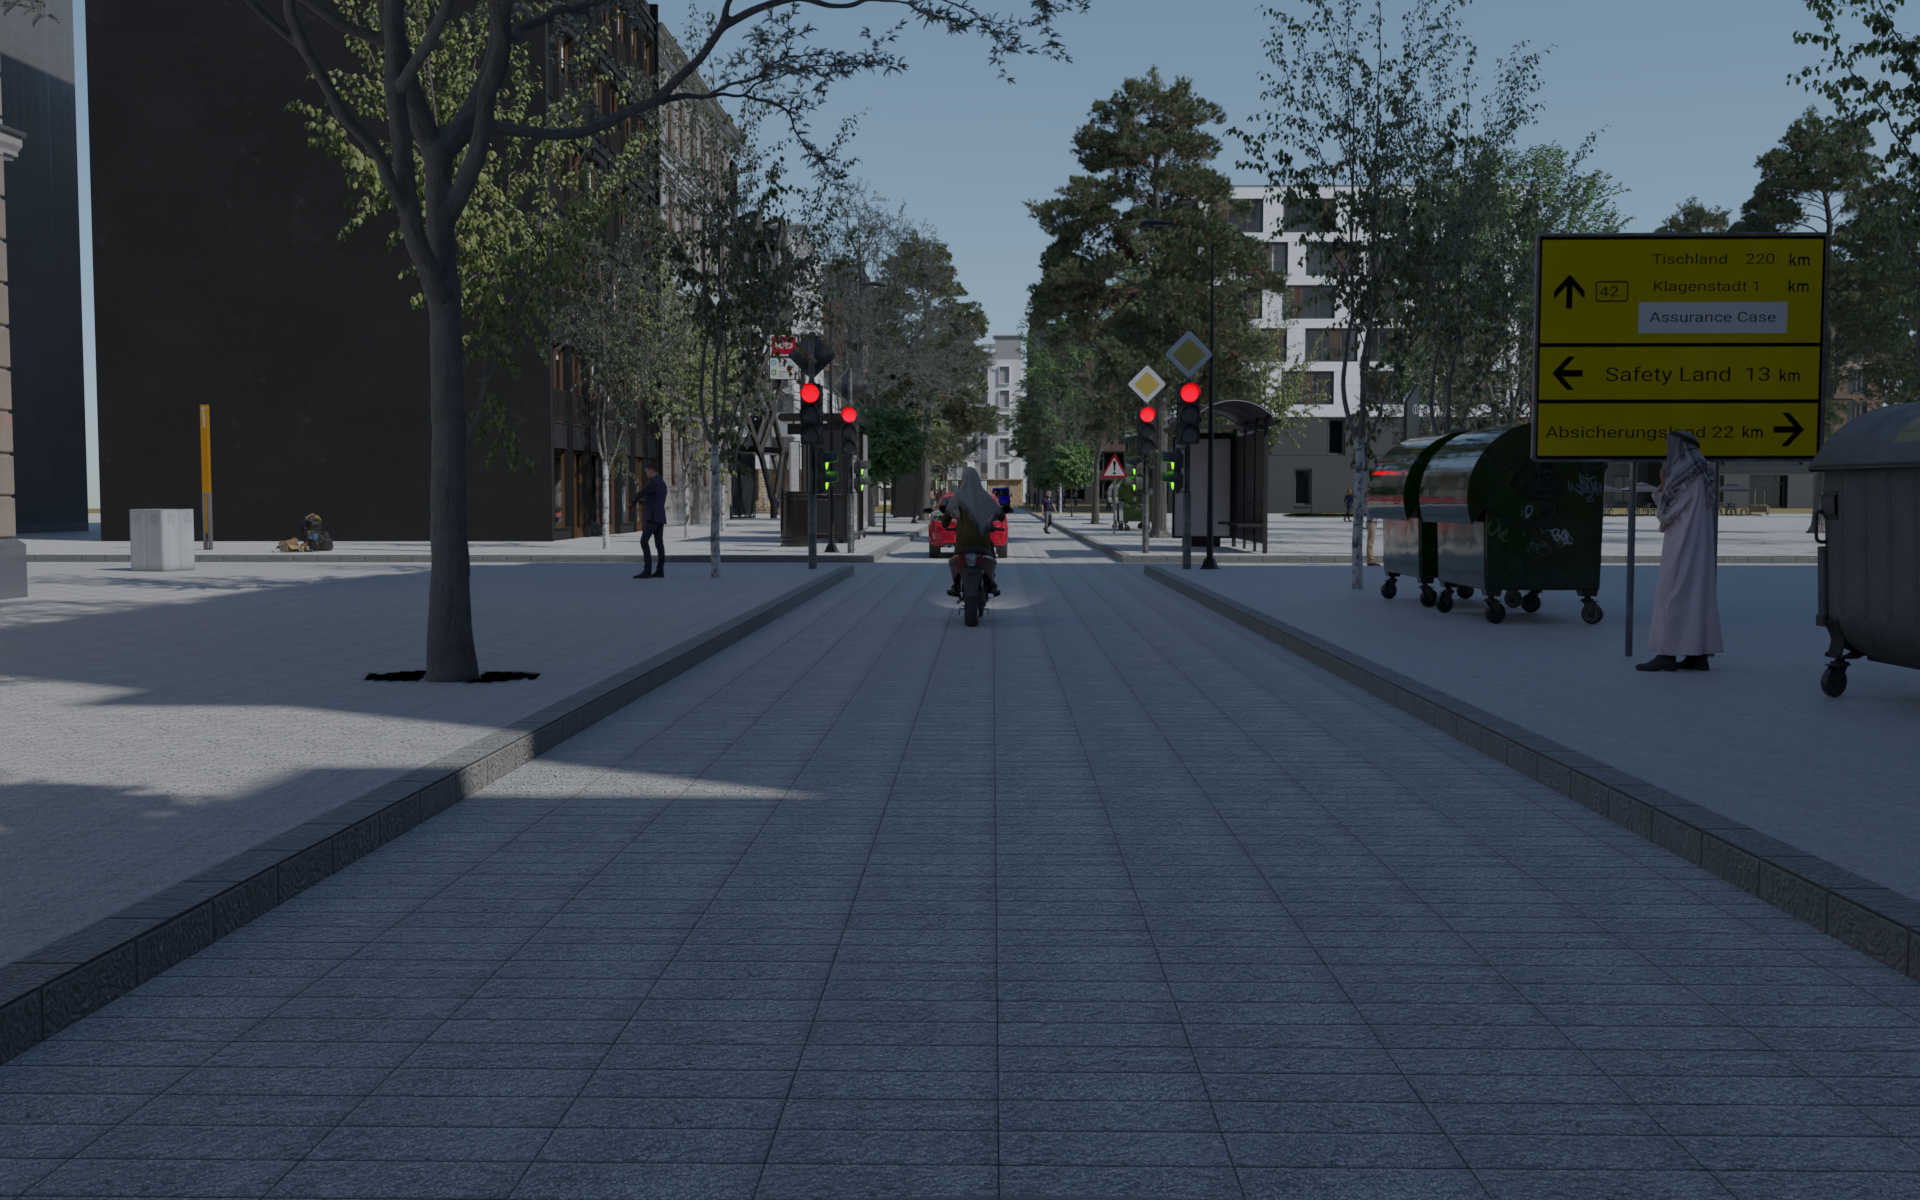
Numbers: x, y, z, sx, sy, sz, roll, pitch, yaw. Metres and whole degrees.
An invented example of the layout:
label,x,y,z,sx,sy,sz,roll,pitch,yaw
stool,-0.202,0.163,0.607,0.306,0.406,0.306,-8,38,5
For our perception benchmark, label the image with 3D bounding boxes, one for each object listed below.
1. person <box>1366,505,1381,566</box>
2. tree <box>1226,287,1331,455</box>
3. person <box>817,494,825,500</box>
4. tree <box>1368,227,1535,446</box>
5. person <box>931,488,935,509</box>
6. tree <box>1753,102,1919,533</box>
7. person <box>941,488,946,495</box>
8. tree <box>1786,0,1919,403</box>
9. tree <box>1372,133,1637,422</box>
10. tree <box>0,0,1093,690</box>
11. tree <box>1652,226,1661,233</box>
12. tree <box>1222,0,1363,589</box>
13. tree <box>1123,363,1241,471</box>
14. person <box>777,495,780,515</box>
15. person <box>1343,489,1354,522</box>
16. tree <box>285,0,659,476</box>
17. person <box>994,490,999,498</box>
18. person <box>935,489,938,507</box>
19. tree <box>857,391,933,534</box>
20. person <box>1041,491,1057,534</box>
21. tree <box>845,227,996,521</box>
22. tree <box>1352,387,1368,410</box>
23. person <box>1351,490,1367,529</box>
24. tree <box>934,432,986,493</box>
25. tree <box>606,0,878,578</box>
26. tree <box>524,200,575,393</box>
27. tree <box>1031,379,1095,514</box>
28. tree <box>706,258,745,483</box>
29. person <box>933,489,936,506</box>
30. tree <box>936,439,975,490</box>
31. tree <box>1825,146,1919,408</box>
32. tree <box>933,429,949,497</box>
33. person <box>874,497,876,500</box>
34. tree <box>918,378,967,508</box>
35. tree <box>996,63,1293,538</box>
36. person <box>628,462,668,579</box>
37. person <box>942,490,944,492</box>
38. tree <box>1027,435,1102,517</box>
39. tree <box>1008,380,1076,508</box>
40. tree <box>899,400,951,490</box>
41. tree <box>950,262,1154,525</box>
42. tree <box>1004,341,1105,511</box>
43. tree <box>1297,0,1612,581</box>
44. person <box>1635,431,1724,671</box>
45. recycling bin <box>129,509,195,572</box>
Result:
label,x,y,z,sx,sy,sz,roll,pitch,yaw
person,8.260,-1.468,34.569,0.319,1.574,0.516,1,4,16
tree,10.680,-6.738,60.536,4.737,8.622,4.395,0,3,0
person,-7.599,-5.247,94.048,0.614,1.554,0.590,3,5,39
tree,18.800,-7.597,58.624,8.767,10.594,7.601,1,4,19
person,-1.952,-7.264,125.516,0.721,1.736,1.217,1,4,9
tree,28.381,-9.099,56.193,7.806,13.903,7.818,0,3,0
person,-1.011,-7.441,128.235,0.750,1.759,0.617,-1,4,-14
tree,9.922,-4.069,16.892,4.360,8.622,3.978,0,3,0
tree,15.492,-7.545,49.113,9.928,11.665,9.643,0,3,0
tree,-3.490,-6.180,11.414,12.009,13.543,11.850,0,3,0
tree,31.191,-10.096,72.487,7.806,13.903,7.818,0,3,0
tree,5.620,-4.456,23.219,4.360,8.622,3.978,0,3,0
tree,10.977,-9.894,83.829,6.751,12.117,7.091,0,3,0
person,-11.120,-6.086,106.248,0.504,1.737,0.576,0,4,-8
person,18.075,-4.406,80.626,0.480,1.512,0.613,2,4,31
tree,-6.088,-4.362,21.679,4.737,8.622,4.395,0,3,0
person,2.989,-8.107,141.579,0.750,1.759,0.617,1,4,18
person,-2.338,-10.425,176.460,0.705,1.831,1.348,1,4,13
tree,-2.508,-4.392,55.519,4.285,4.588,4.351,0,3,0
person,3.176,-3.138,62.022,0.569,1.553,0.471,0,4,-5
tree,-1.417,-10.730,82.864,7.806,13.903,7.818,0,3,0
tree,21.104,-8.552,74.243,8.767,10.594,7.601,0,4,-2
person,14.717,-3.475,63.677,0.431,1.722,0.655,-3,4,-37
tree,-1.099,-13.735,158.984,8.767,10.594,7.601,3,4,39
tree,-3.518,-4.649,26.380,4.360,8.622,3.978,0,3,0
tree,-8.015,-5.494,40.188,4.360,8.622,3.978,0,3,0
tree,6.665,-9.812,110.796,4.360,8.622,3.978,0,3,0
tree,-7.994,-6.103,50.143,4.737,8.622,4.395,0,3,0
person,-2.951,-11.017,185.799,1.348,1.869,0.705,3,5,41
tree,-1.140,-12.273,151.025,4.360,8.622,3.978,0,3,0
tree,25.054,-6.704,44.022,7.601,10.594,8.767,0,3,0
tree,-1.600,-12.973,137.868,9.928,11.665,9.643,0,3,0
person,-6.295,-6.698,115.573,1.348,1.822,0.705,1,4,14
tree,-2.252,-12.022,118.615,6.751,12.117,7.091,0,3,0
tree,5.660,-8.735,50.242,7.806,13.903,7.818,0,3,0
person,-4.798,-1.224,26.501,0.568,1.767,0.683,1,4,11
person,-1.737,-9.854,168.091,0.756,1.711,0.436,-2,4,-31
tree,6.209,-6.902,96.567,4.285,4.588,4.351,0,3,0
tree,7.805,-14.519,159.433,6.751,12.117,7.091,0,3,0
tree,-2.235,-9.281,102.111,4.737,8.622,4.395,0,3,0
tree,5.875,-9.004,72.969,9.928,11.665,9.643,0,3,0
tree,6.974,-12.812,127.600,7.486,12.596,7.792,0,3,0
tree,8.127,-4.752,28.055,4.360,8.622,3.978,0,3,0
person,5.248,-0.361,12.616,0.621,1.740,0.551,1,4,15
recycling bin,-13.346,-1.005,28.980,0.722,1.027,0.722,1,4,18
